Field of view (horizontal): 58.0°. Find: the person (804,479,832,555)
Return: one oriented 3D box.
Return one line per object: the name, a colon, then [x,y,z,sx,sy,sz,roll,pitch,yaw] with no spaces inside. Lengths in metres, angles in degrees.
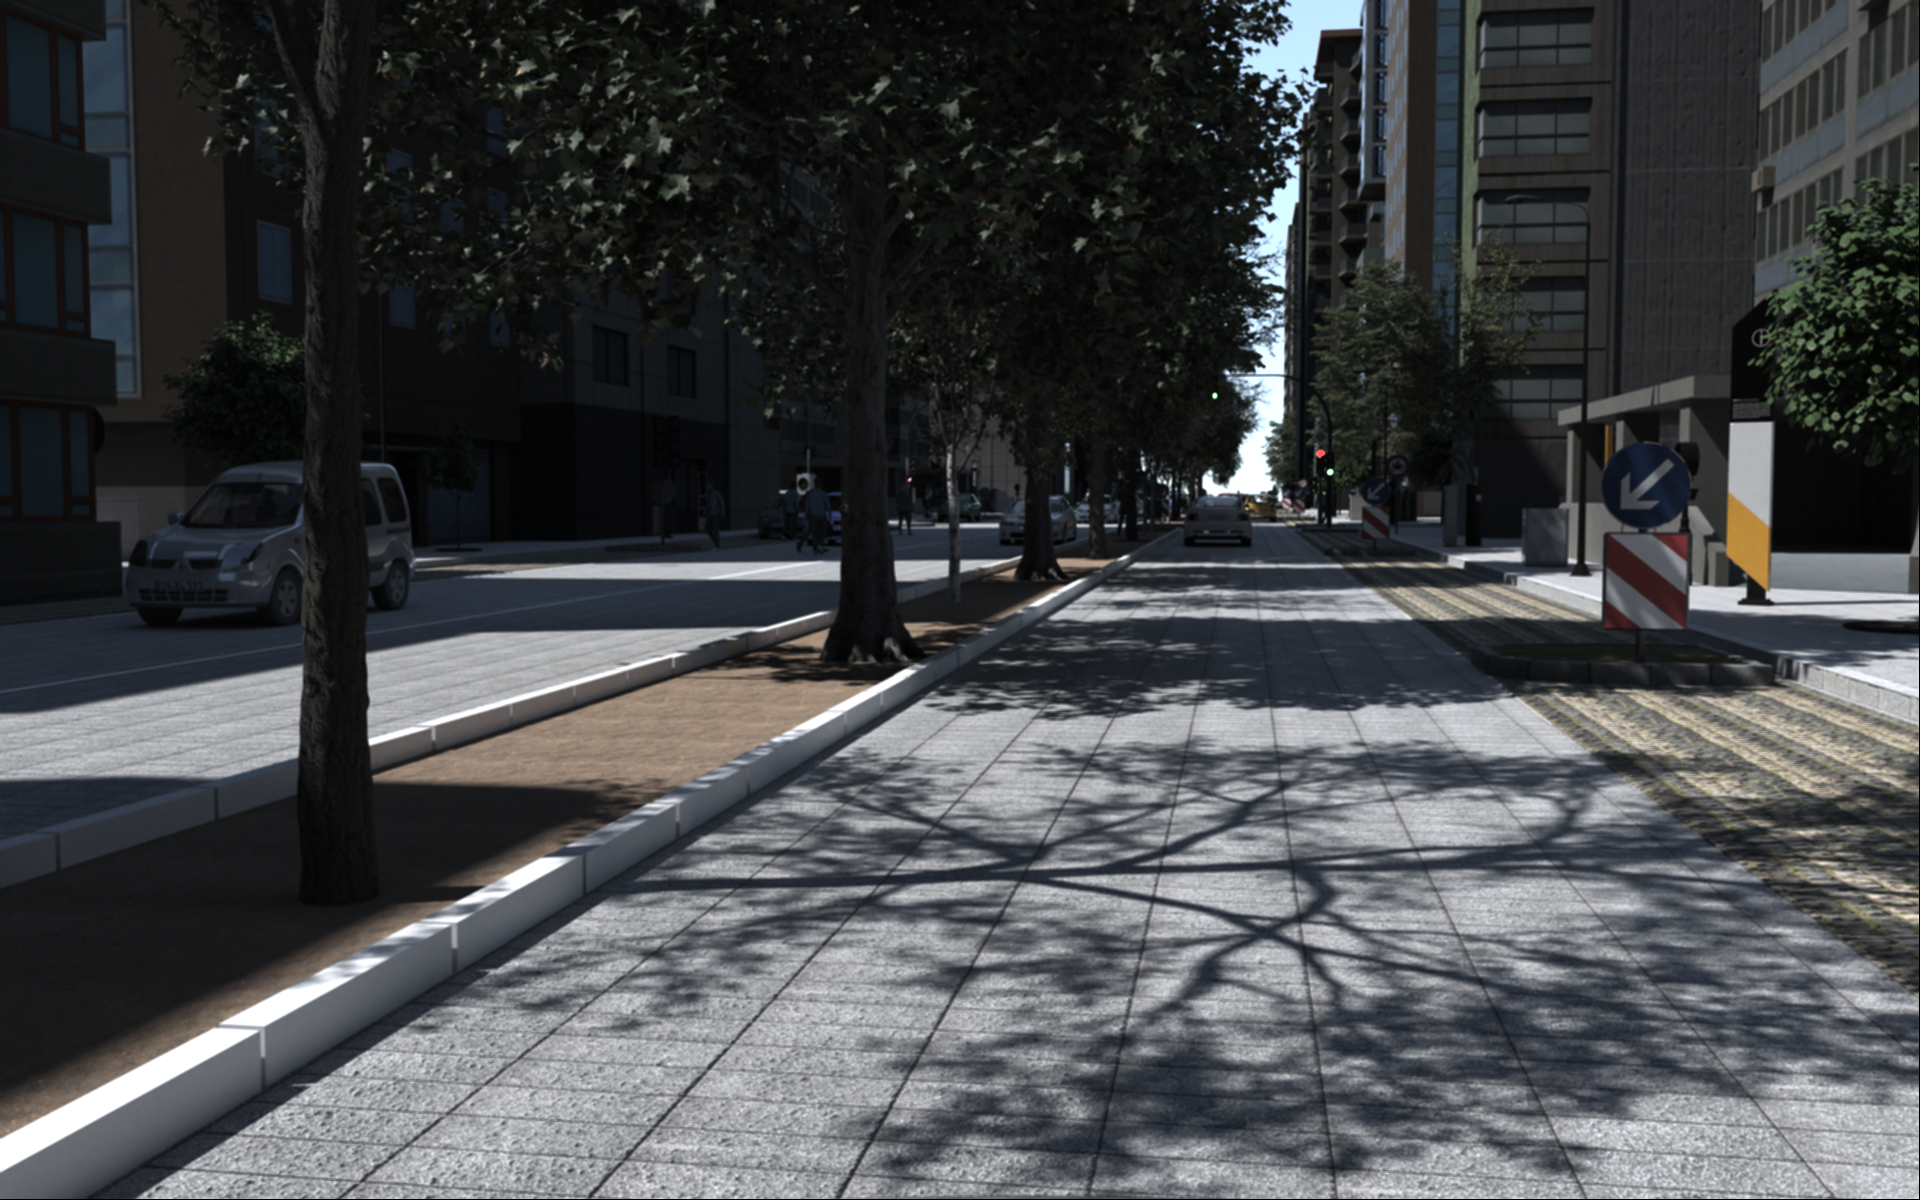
person: [-3.350,-1.961,40.902,0.601,1.785,0.444,1,4,13]

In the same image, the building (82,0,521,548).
building: [-19.806,-23.872,40.425,14.600,45.320,14.200,1,4,9]

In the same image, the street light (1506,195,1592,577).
street light: [9.188,-3.333,27.037,1.470,5.913,1.316,1,4,9]

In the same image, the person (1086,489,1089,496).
person: [8.453,-6.395,113.291,0.478,1.798,0.641,1,4,23]

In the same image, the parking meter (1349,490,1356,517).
parking meter: [21.640,-5.326,95.493,0.372,1.533,0.369,0,3,0]

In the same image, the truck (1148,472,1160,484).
truck: [23.088,-13.460,209.829,2.967,4.110,18.799,1,4,9]

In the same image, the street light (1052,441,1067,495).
street light: [8.659,-10.969,151.876,1.470,5.913,1.316,1,4,9]

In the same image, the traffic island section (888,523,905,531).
traffic island section: [-3.534,-2.821,68.403,2.009,0.180,2.903,1,4,9]

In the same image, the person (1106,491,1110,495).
person: [16.079,-10.945,188.129,1.217,1.739,0.721,0,4,-5]

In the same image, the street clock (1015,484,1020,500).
street clock: [4.198,-7.468,126.678,0.358,2.002,0.471,2,4,30]

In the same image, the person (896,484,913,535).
person: [-1.971,-3.172,60.542,0.537,1.800,0.526,2,4,32]

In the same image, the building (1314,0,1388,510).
building: [38.739,-49.876,128.144,22.319,86.520,31.000,1,4,9]

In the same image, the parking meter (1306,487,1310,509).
parking meter: [29.276,-8.561,145.682,0.255,1.863,0.399,2,4,34]

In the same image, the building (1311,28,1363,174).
building: [44.171,-31.025,161.878,22.147,44.769,28.867,1,4,9]

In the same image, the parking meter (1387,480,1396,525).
parking meter: [18.175,-4.111,72.924,0.399,1.863,0.255,-3,5,-40]

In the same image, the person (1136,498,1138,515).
person: [10.533,-5.580,104.754,0.505,1.210,0.382,3,5,44]

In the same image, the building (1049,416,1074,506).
building: [1.848,-53.488,187.201,22.319,86.520,31.000,1,4,9]

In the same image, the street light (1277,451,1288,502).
street light: [34.898,-12.978,184.732,1.470,5.913,1.316,1,4,9]

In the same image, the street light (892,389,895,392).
street light: [-3.564,-6.372,76.724,1.470,5.913,1.316,1,4,9]

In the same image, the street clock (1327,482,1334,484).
street clock: [21.535,-5.878,100.668,0.471,2.002,0.358,-3,5,-41]

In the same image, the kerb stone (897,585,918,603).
kerb stone: [-0.744,-0.059,23.239,0.120,0.150,1.000,1,4,9]

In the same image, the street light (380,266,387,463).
street light: [-10.626,-3.724,33.428,1.470,5.913,1.316,1,4,9]

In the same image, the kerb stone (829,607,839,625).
kerb stone: [-1.403,0.184,19.194,0.120,0.150,1.000,1,4,9]

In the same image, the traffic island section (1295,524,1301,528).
traffic island section: [15.264,-3.128,73.425,2.009,0.180,2.903,1,4,9]

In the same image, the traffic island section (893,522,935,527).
traffic island section: [-2.245,-3.303,76.284,2.009,0.180,2.903,1,4,9]

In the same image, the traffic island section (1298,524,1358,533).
traffic island section: [13.975,-2.646,65.545,2.009,0.180,2.903,1,4,9]

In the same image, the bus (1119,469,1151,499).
bus: [18.128,-11.338,176.925,2.896,3.916,12.252,1,4,9]

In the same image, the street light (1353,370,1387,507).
street light: [15.440,-5.661,65.103,1.470,5.913,1.316,1,4,9]

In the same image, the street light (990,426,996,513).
street light: [2.660,-8.713,115.004,1.470,5.913,1.316,1,4,9]

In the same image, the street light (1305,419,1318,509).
street light: [22.352,-8.274,107.816,1.470,5.913,1.316,1,4,9]

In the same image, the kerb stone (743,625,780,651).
kerb stone: [-1.899,0.369,16.168,0.120,0.150,1.000,1,4,9]

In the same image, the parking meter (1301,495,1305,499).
parking meter: [27.711,-8.048,139.998,0.372,1.533,0.369,0,3,0]

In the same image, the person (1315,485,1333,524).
person: [16.079,-4.153,76.528,0.709,1.813,0.853,-1,4,-17]

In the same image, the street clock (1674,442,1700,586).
street clock: [10.150,-1.203,24.247,0.358,2.002,0.471,0,4,8]

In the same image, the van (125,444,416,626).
van: [-7.929,-0.805,20.169,2.013,2.044,4.112,0,4,8]

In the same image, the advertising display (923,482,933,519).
advertising display: [-1.690,-5.259,91.205,0.123,1.923,0.974,2,4,27]

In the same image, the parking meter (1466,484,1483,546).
parking meter: [12.652,-2.093,42.638,0.372,1.533,0.369,0,3,0]

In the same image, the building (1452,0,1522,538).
building: [22.983,-22.715,54.986,14.154,41.232,14.086,1,4,9]

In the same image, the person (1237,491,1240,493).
person: [31.288,-11.402,194.864,0.705,1.831,1.348,0,4,4]

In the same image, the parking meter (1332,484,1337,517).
parking meter: [21.060,-5.622,97.636,0.255,1.863,0.399,-1,4,-15]

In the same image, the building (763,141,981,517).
building: [-15.286,-26.330,122.372,32.217,40.220,23.993,1,4,9]

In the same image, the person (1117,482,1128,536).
person: [5.661,-3.113,59.207,0.655,1.846,0.447,2,4,30]

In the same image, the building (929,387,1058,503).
building: [-1.453,-44.259,161.882,20.563,71.187,20.611,1,4,9]

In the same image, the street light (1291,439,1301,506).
street light: [28.772,-10.659,146.819,1.470,5.913,1.316,1,4,9]

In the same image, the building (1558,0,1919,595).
building: [27.447,-20.493,26.943,32.217,40.220,23.993,1,4,9]

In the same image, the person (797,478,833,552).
person: [-3.575,-2.082,42.499,0.822,1.834,0.622,2,4,27]

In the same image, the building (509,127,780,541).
building: [-18.786,-37.814,56.513,20.611,71.187,20.563,1,4,9]

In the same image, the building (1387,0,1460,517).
building: [32.151,-27.487,99.528,14.600,45.320,14.200,1,4,9]

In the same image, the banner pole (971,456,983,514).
banner pole: [1.099,-7.589,114.098,0.863,3.779,0.401,1,4,23]

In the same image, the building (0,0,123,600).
building: [-27.707,-10.187,11.605,27.650,21.520,28.899,1,4,9]

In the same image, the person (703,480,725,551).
person: [-6.181,-2.125,43.591,0.444,1.785,0.601,-3,5,-41]

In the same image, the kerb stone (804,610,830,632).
kerb stone: [-1.566,0.245,18.185,0.120,0.150,1.000,1,4,9]

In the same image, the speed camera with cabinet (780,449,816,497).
speed camera with cabinet: [-7.408,-5.057,77.018,2.038,3.252,0.660,2,4,28]

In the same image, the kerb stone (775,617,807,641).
kerb stone: [-1.731,0.307,17.176,0.120,0.150,1.000,1,4,9]

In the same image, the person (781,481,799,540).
person: [-5.216,-2.730,53.161,0.660,1.820,0.620,2,4,28]

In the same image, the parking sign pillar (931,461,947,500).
parking sign pillar: [-1.479,-9.487,143.583,1.447,3.967,1.447,2,4,31]

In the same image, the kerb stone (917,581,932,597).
kerb stone: [-0.570,-0.124,24.252,0.120,0.150,1.000,1,4,9]

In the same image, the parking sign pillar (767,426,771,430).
parking sign pillar: [-7.841,-4.892,68.451,1.447,3.967,1.447,1,4,12]
